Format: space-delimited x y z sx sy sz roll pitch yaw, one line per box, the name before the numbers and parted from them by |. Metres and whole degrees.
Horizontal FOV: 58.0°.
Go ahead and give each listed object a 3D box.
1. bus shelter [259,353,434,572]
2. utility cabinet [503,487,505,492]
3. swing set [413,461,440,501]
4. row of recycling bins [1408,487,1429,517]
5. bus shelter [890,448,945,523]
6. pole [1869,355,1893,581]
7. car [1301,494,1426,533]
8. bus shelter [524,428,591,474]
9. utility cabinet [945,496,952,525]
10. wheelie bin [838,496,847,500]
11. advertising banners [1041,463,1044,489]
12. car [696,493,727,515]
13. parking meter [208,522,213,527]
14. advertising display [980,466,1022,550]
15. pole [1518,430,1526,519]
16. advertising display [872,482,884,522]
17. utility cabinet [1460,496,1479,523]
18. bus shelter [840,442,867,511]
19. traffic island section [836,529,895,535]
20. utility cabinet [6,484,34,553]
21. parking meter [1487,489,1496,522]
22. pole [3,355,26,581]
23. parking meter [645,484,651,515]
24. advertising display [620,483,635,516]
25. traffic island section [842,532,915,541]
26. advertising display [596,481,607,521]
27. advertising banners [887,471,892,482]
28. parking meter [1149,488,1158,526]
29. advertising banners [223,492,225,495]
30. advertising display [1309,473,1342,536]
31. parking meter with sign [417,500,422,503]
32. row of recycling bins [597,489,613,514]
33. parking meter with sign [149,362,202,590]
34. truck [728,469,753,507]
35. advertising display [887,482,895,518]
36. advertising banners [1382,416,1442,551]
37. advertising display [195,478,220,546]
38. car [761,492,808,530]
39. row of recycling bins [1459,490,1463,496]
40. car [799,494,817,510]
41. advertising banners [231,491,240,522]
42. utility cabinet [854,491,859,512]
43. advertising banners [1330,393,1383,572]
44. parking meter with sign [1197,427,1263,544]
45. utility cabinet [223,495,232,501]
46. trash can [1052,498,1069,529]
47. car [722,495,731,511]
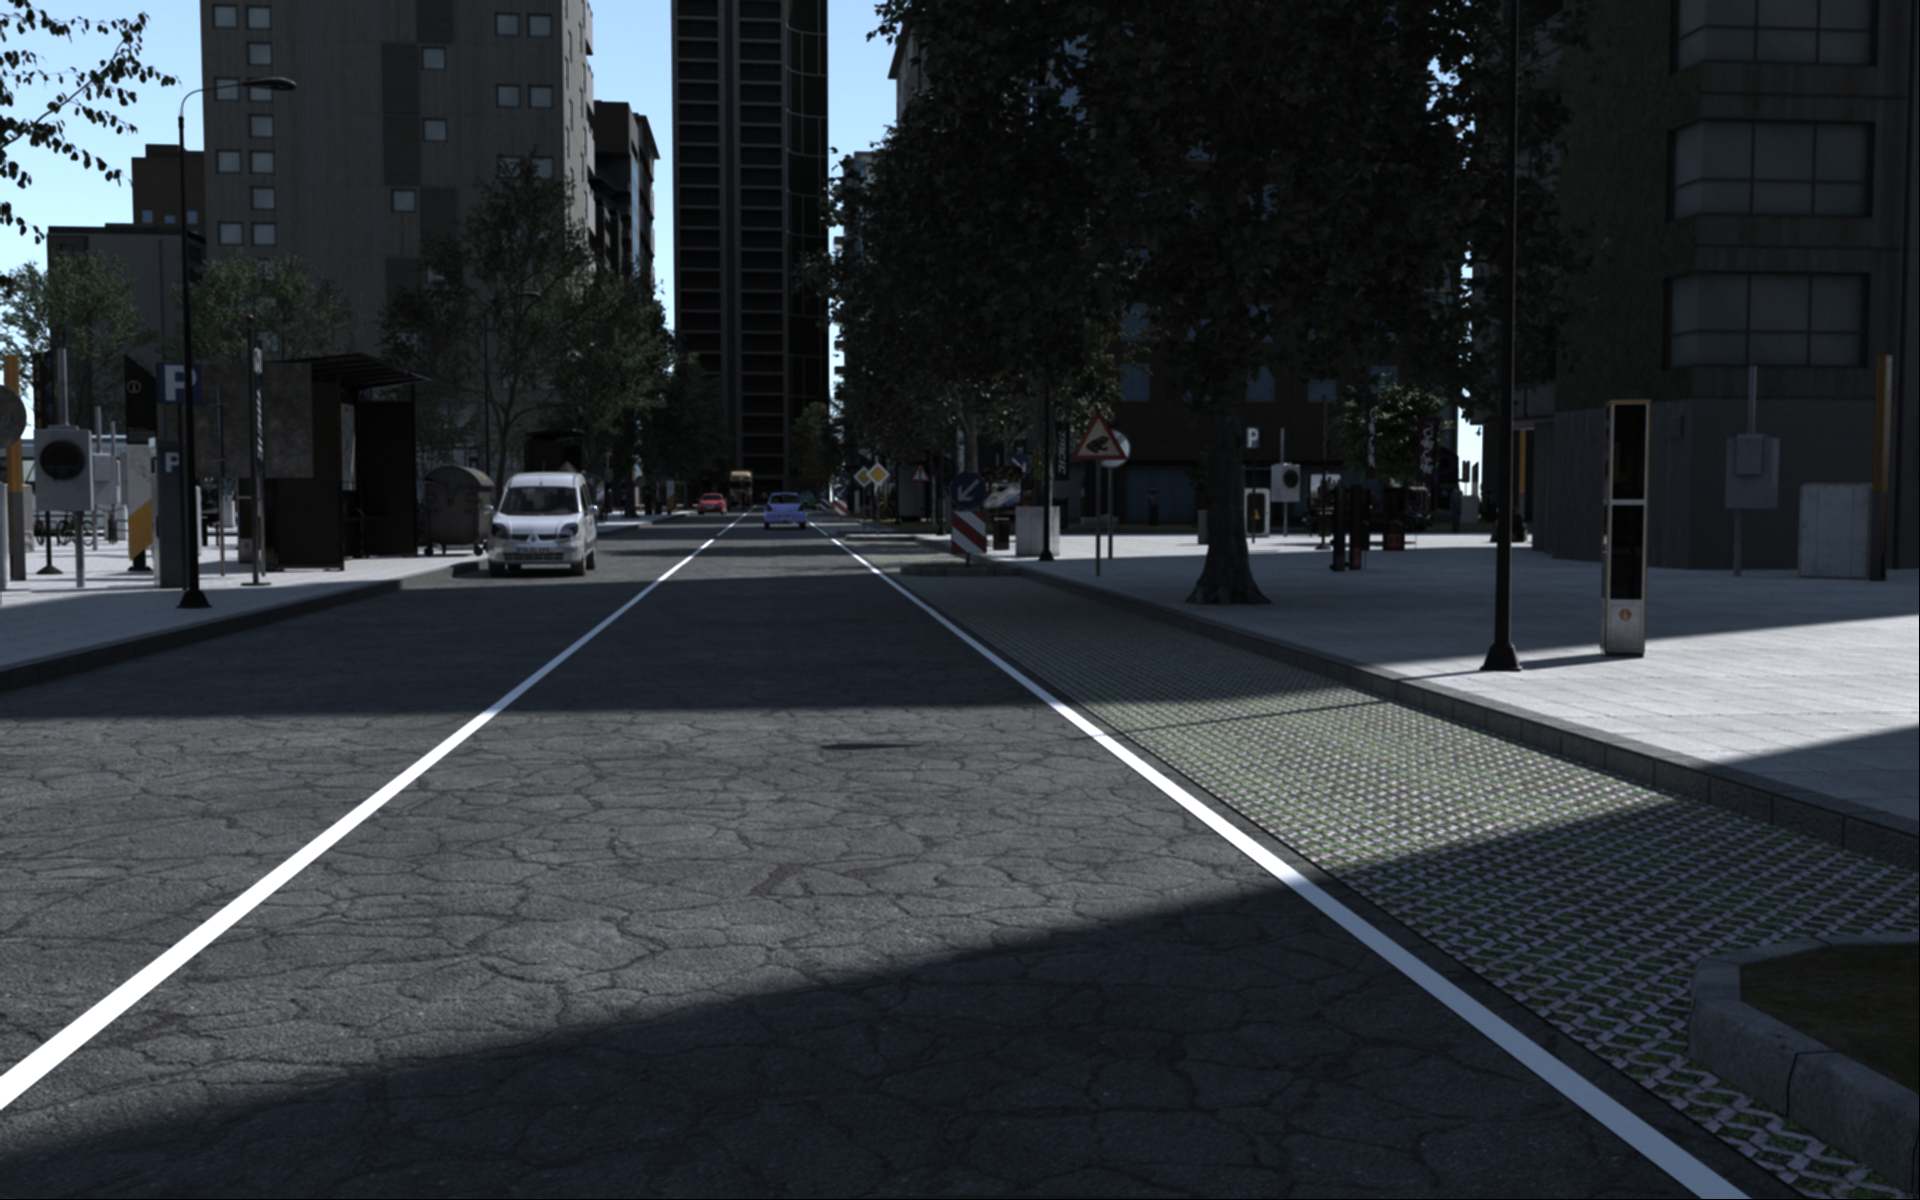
bus shelter | -11.120 -2.478 31.797 1.731 3.624 6.357 0 4 -6
utility cabinet | -13.118 -2.656 52.098 1.173 1.500 0.318 -1 4 -18
swing set | -26.236 -5.191 82.489 3.119 2.851 2.862 0 4 5
row of recycling bins | 25.373 -5.457 96.330 1.069 1.692 3.534 2 4 27
bus shelter | -1.950 -5.156 78.231 2.014 3.302 5.546 0 4 -6
pole | 13.549 -1.935 25.473 0.158 3.312 0.155 0 3 0
car | 13.782 -3.023 59.217 4.222 1.686 2.009 0 4 -5
bus shelter | -14.878 -4.466 64.296 1.731 3.624 6.357 0 4 -6
utility cabinet | -0.470 -3.673 71.213 0.306 1.237 1.020 0 3 0
wheelie bin | -8.453 -7.136 124.582 0.693 1.594 0.980 -1 4 -9
advertising banners | 5.287 -6.297 99.137 2.074 3.025 0.090 -3 5 -44
car | -17.289 -6.842 120.902 2.155 1.783 4.494 0 4 -4
parking meter | -29.026 -3.602 67.308 0.372 1.533 0.369 0 3 0
advertising display | 0.947 -2.119 39.863 0.974 1.923 0.123 -1 4 -9
pole | 17.669 -3.708 54.462 0.158 3.312 0.155 0 3 0
advertising display | -3.829 -4.617 80.704 0.123 1.923 0.974 2 4 26
utility cabinet | 22.119 -3.946 75.678 1.020 1.237 0.306 0 4 -6
bus shelter | -7.900 -9.340 130.344 2.179 5.291 8.768 0 4 -6
traffic island section | -3.375 -2.394 61.422 2.009 0.180 2.903 0 4 -6
utility cabinet | -20.610 -1.753 37.348 0.318 1.500 1.173 2 4 26
parking meter | 24.138 -4.298 78.679 0.372 1.533 0.369 0 3 0
pole | -13.939 -1.938 25.529 0.158 3.312 0.155 0 3 0
parking meter | -18.912 -6.069 104.932 0.255 1.863 0.399 1 4 17
advertising display | -19.176 -5.790 99.876 0.123 1.923 0.974 3 5 45
traffic island section | -2.510 -1.908 53.484 2.009 0.180 2.903 0 4 -6
advertising display | -17.168 -4.739 82.696 0.123 1.923 0.974 -3 5 -43
advertising banners | -4.627 -8.235 130.821 2.074 3.025 0.090 0 4 -6
parking meter | 7.833 -3.774 70.112 0.372 1.533 0.369 0 3 0
advertising banners | -49.840 -7.308 115.673 0.090 3.025 2.074 1 4 18
advertising display | 11.058 -2.889 52.451 0.974 1.923 0.123 0 4 7
parking meter with sign | -40.918 -8.134 129.246 0.543 3.016 1.738 2 4 27
row of recycling bins | -23.906 -6.568 114.496 1.069 1.692 3.534 0 4 8
parking meter with sign | -10.796 -1.680 23.734 0.543 3.016 1.738 -2 4 -33
truck | -25.093 -12.815 198.433 2.839 4.237 11.283 0 4 -6
advertising display | -3.611 -5.357 92.796 0.123 1.923 0.974 2 4 35
advertising banners | 9.814 -2.633 39.237 2.074 3.025 0.090 1 4 13
advertising display | -18.618 -2.270 42.331 0.974 1.923 0.123 -3 4 -39
car | -7.204 -3.763 71.122 1.945 1.707 3.694 0 4 -7
row of recycling bins | 38.134 -7.834 135.200 1.069 1.692 3.534 -1 4 -12
car | -13.585 -8.788 152.483 1.959 1.807 4.718 0 4 -5
advertising banners | -32.430 -4.995 77.849 0.090 3.025 2.074 -3 5 -39
utility cabinet | -6.896 -6.862 120.867 0.318 1.500 1.173 2 4 34
advertising banners | 6.692 -2.024 29.286 0.090 3.025 2.074 2 4 33
parking meter with sign | 6.939 -2.960 44.650 1.738 3.016 0.543 -2 4 -31
utility cabinet | -42.706 -5.465 100.521 1.020 1.237 0.306 0 4 4
trash can | 3.678 -3.196 63.906 0.748 1.137 0.748 0 3 0
car | -20.728 -8.390 149.750 1.945 1.354 3.894 0 4 -6
